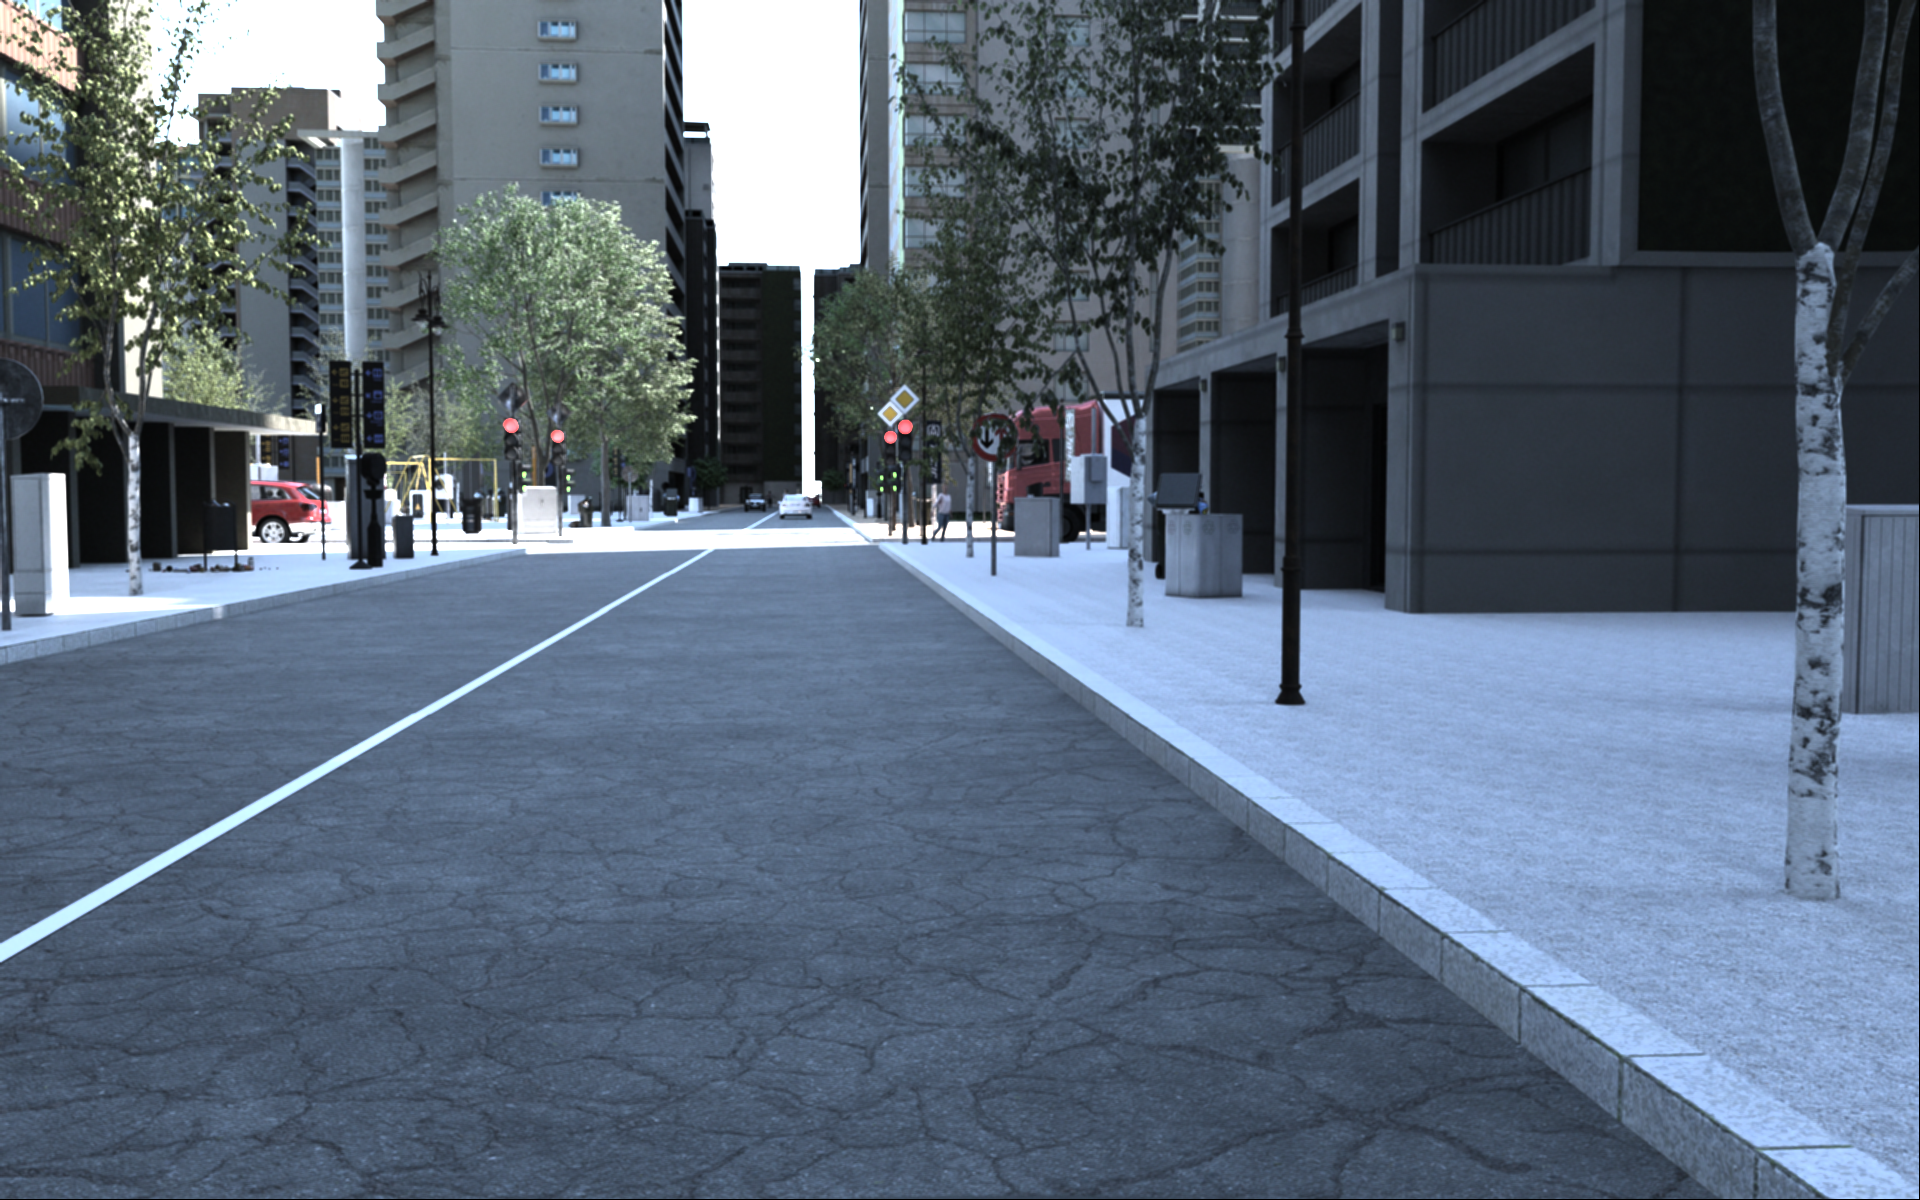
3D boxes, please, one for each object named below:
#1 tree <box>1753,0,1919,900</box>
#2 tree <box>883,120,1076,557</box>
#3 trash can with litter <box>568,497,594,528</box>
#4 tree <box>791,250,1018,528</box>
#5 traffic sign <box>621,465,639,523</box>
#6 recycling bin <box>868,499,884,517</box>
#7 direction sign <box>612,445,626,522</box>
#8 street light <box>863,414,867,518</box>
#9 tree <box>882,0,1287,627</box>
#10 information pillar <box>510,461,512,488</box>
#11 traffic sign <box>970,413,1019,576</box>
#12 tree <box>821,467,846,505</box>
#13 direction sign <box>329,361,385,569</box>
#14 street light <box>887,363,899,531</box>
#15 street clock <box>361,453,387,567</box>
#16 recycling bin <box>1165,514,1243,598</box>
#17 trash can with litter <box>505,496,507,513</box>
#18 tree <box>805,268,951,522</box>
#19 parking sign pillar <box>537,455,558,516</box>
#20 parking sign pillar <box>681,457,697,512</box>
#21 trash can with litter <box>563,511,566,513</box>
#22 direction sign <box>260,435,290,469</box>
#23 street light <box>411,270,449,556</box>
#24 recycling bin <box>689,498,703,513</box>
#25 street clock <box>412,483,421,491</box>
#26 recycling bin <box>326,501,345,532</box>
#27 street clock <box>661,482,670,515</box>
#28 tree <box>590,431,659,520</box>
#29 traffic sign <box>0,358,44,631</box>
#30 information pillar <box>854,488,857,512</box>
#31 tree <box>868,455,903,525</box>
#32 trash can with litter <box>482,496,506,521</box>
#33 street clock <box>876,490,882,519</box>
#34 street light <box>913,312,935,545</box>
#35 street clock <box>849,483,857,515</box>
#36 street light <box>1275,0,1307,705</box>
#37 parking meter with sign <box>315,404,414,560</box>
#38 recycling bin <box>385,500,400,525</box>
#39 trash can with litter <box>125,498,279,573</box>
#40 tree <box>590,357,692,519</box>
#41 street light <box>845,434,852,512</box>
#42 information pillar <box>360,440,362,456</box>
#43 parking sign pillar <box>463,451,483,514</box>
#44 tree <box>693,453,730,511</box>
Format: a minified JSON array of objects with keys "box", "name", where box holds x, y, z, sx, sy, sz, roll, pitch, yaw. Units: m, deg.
[{"box":[2.718,-3.345,5.046,4.360,8.622,3.978,0,3,0],"name":"tree"},{"box":[0.269,-5.185,35.136,4.737,8.622,4.395,0,3,0],"name":"tree"},{"box":[-14.232,-3.273,64.900,1.055,1.170,0.624,2,4,25],"name":"trash can with litter"},{"box":[-1.920,-8.038,65.833,8.767,10.594,7.601,-1,4,-18],"name":"tree"},{"box":[-14.522,-4.657,76.255,0.768,2.556,0.104,0,4,-1],"name":"traffic sign"},{"box":[-4.701,-5.150,96.749,0.722,1.027,0.722,-2,4,-28],"name":"recycling bin"},{"box":[-15.625,-5.348,79.441,0.876,3.537,0.379,3,4,38],"name":"direction sign"},{"box":[-5.085,-7.344,92.856,0.468,5.910,1.993,0,4,-5],"name":"street light"},{"box":[1.596,-4.062,16.784,4.360,8.622,3.978,0,3,0],"name":"tree"},{"box":[-32.228,-8.131,124.304,0.183,3.616,0.504,-1,4,-21],"name":"information pillar"},{"box":[0.533,-1.659,27.237,0.768,2.556,0.104,0,4,-3],"name":"traffic sign"},{"box":[-14.890,-13.493,204.331,4.285,4.588,4.351,0,3,0],"name":"tree"},{"box":[-10.283,-2.301,29.615,0.876,3.537,0.379,-1,4,-19],"name":"direction sign"},{"box":[-2.260,-5.299,59.424,0.468,5.910,1.993,0,4,-5],"name":"street light"},{"box":[-10.290,-1.580,30.406,0.358,2.002,0.471,1,4,17],"name":"street clock"},{"box":[3.057,-0.561,21.720,0.722,1.027,0.722,-2,4,-27],"name":"recycling bin"},{"box":[-30.435,-6.372,115.562,0.624,1.170,1.055,-2,4,-25],"name":"trash can with litter"},{"box":[-3.540,-9.475,80.669,9.928,11.665,9.643,0,3,0],"name":"tree"},{"box":[-24.285,-6.894,101.192,1.447,3.967,1.447,-2,4,-24],"name":"parking sign pillar"},{"box":[-19.571,-8.400,125.814,1.447,3.967,1.447,1,4,14],"name":"parking sign pillar"},{"box":[-27.557,-6.551,118.165,2.233,1.210,1.678,1,4,22],"name":"trash can with litter"},{"box":[-21.607,-3.834,54.685,0.876,3.537,0.379,0,4,-6],"name":"direction sign"},{"box":[-10.970,-3.865,35.985,0.468,5.910,1.993,0,4,-5],"name":"street light"},{"box":[-17.803,-6.378,116.827,0.722,1.027,0.722,1,4,20],"name":"recycling bin"},{"box":[-32.163,-5.987,102.451,0.471,2.002,0.358,0,4,-3],"name":"street clock"},{"box":[-21.591,-2.881,59.663,0.722,1.027,0.722,0,4,-8],"name":"recycling bin"},{"box":[-17.849,-6.141,104.973,0.471,2.002,0.358,-2,4,-32],"name":"street clock"},{"box":[-16.348,-6.182,84.782,4.285,4.588,4.351,0,3,0],"name":"tree"},{"box":[-8.982,-0.987,16.236,0.768,2.556,0.104,0,4,-5],"name":"traffic sign"},{"box":[-7.338,-7.128,121.029,0.304,2.012,0.304,0,4,5],"name":"information pillar"},{"box":[-2.829,-4.788,72.887,1.663,3.219,1.824,0,3,0],"name":"tree"},{"box":[-22.263,-4.318,81.664,1.678,1.210,2.233,-1,4,-22],"name":"trash can with litter"},{"box":[-4.232,-5.270,90.732,0.471,2.002,0.358,-1,4,-21],"name":"street clock"},{"box":[-0.908,-4.349,43.900,0.468,5.910,1.993,0,4,-5],"name":"street light"},{"box":[-6.529,-6.201,105.954,0.471,2.002,0.358,0,3,0],"name":"street clock"},{"box":[2.023,-2.302,10.433,0.468,5.910,1.993,0,4,-5],"name":"street light"},{"box":[-11.734,-2.321,34.210,1.738,3.016,0.543,-2,4,-31],"name":"parking meter with sign"},{"box":[-23.966,-3.673,72.603,0.722,1.027,0.722,1,4,15],"name":"recycling bin"},{"box":[-12.698,-1.090,28.875,2.233,1.210,1.678,0,4,-4],"name":"trash can with litter"},{"box":[-16.123,-8.578,90.612,4.737,8.622,4.395,0,3,0],"name":"tree"},{"box":[-8.155,-9.415,126.730,0.468,5.910,1.993,0,4,-5],"name":"street light"},{"box":[-23.283,-4.639,67.196,0.183,3.616,0.504,-2,4,-31],"name":"information pillar"},{"box":[-30.915,-7.431,109.972,1.447,3.967,1.447,2,4,24],"name":"parking sign pillar"},{"box":[-19.643,-9.259,135.098,4.285,4.588,4.351,0,3,0],"name":"tree"}]
